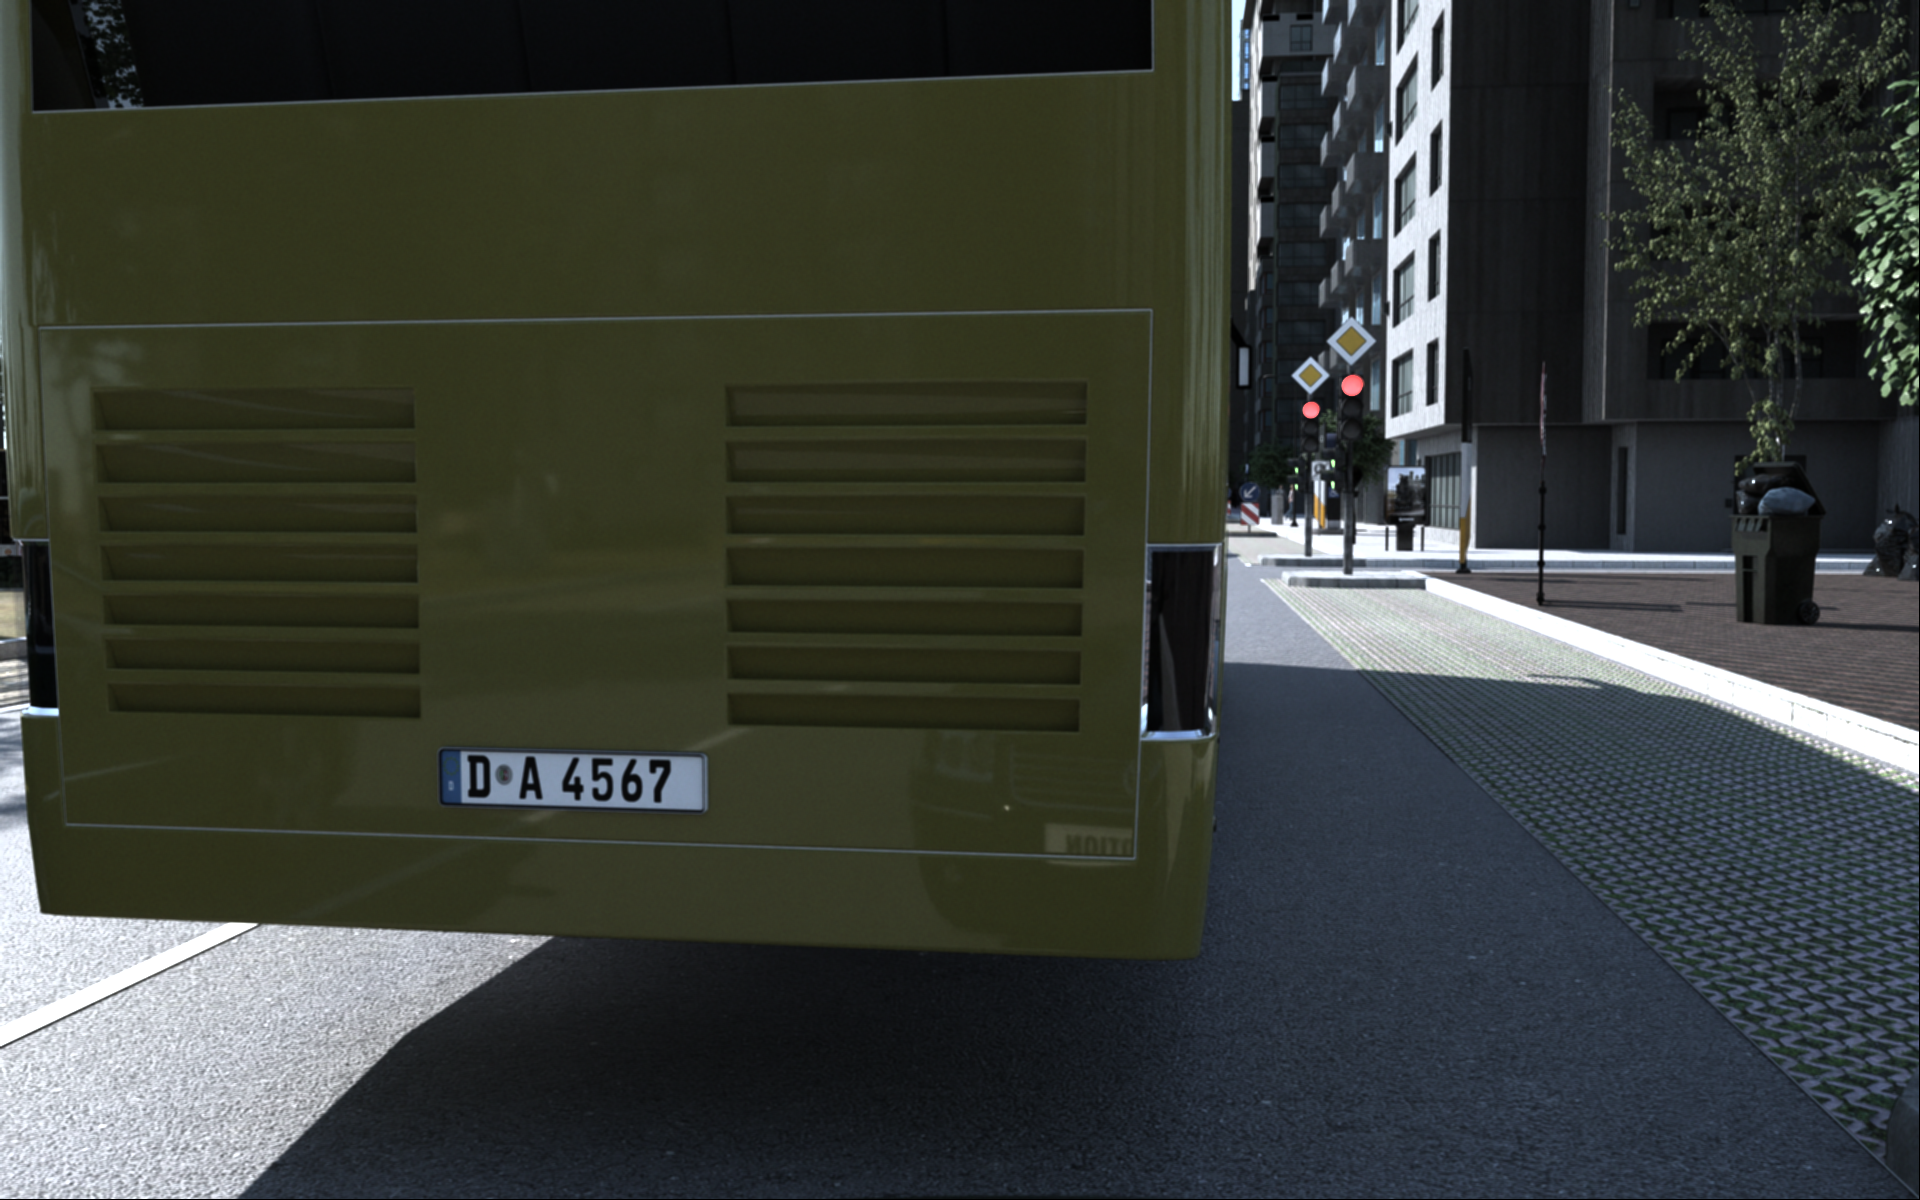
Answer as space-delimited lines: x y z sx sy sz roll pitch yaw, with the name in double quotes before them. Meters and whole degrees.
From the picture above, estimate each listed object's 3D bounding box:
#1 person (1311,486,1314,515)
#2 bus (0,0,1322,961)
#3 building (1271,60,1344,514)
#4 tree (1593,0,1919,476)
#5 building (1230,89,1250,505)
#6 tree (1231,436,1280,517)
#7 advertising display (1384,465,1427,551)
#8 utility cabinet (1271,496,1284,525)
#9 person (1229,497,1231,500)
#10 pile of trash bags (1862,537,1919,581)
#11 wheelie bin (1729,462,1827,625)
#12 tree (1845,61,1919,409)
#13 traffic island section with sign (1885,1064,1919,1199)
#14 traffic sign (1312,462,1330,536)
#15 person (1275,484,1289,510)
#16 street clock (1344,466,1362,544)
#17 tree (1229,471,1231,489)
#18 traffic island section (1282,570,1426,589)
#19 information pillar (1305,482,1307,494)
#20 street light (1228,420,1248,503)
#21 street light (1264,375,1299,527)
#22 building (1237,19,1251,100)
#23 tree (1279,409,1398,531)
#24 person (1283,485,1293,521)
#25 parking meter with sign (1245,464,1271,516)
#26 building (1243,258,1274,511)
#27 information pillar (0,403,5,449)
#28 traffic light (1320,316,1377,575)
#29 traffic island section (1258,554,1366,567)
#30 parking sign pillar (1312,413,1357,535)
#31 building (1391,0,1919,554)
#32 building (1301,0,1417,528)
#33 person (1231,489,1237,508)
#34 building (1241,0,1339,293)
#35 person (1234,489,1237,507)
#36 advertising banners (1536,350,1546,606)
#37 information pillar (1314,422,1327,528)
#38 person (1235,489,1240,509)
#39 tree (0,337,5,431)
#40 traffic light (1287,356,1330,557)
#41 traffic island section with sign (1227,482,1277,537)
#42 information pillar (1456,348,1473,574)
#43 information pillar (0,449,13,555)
"person" 21.468 -6.060 105.115 0.794 1.824 0.713 2 4 35
"bus" 0.180 -1.089 9.352 2.896 3.916 12.252 1 4 9
"building" 28.442 -21.216 118.587 14.160 30.474 14.107 0 4 7
"tree" 10.918 -4.471 23.463 4.737 8.622 4.395 0 3 0
"building" 41.608 -35.442 203.178 21.300 48.544 21.600 0 4 7
"tree" 17.725 -6.933 97.065 4.285 4.588 4.351 0 3 0
"advertising display" 10.043 -2.071 39.077 0.974 1.923 0.123 -1 4 -9
"utility cabinet" 13.387 -3.783 73.013 0.306 1.237 1.020 2 4 24
"person" 25.110 -9.365 162.386 0.697 1.427 0.421 -2 4 -34
"pile of trash bags" 14.854 -0.974 25.679 1.912 1.369 3.447 1 4 11
"wheelie bin" 8.089 -0.566 17.167 0.693 1.594 0.980 -1 4 -14
"tree" 7.183 -1.658 10.824 4.285 4.588 4.351 0 3 0
"traffic island section with sign" 2.903 0.339 3.086 1.989 1.847 2.006 0 4 7
"traffic sign" 11.093 -3.138 53.435 0.606 2.300 0.079 1 4 10
"person" 17.240 -5.305 92.905 0.709 1.813 0.853 -1 4 -19
"street clock" 10.046 -2.432 44.340 0.471 2.002 0.358 1 4 12
"tree" 19.472 -7.787 111.034 4.285 4.588 4.351 0 3 0
"traffic island section" 6.197 -0.324 27.574 2.009 0.180 2.903 0 4 7
"information pillar" 20.691 -6.024 102.988 0.304 2.012 0.304 2 4 28
"street light" 17.472 -8.322 108.607 1.470 5.913 1.316 0 4 7
"street light" 12.551 -5.820 67.699 1.470 5.913 1.316 0 4 7
"building" 45.457 -55.983 227.996 22.319 86.520 31.000 0 4 7
"tree" 13.446 -4.674 60.139 4.285 4.588 4.351 0 3 0
"person" 15.944 -4.716 83.821 0.598 1.740 0.731 0 4 4
"parking meter with sign" 17.463 -6.370 100.415 1.738 3.016 0.543 -1 4 -10
"building" 37.540 -18.025 139.755 27.650 21.520 28.899 0 4 7
"information pillar" -24.833 -3.268 44.784 0.504 3.616 0.183 3 4 36
"traffic light" 6.158 -2.357 27.464 0.839 4.253 0.868 0 4 7
"traffic island section" 7.159 -0.809 35.501 2.009 0.180 2.903 0 4 7
"parking sign pillar" 11.866 -4.062 54.892 1.447 3.967 1.447 1 4 13
"building" 18.380 -16.538 42.098 14.107 30.474 14.160 0 4 7
"building" 28.004 -27.943 76.475 23.786 49.044 30.456 0 4 7
"person" 25.236 -9.395 160.368 1.217 1.735 0.721 -2 4 -29
"building" 41.951 -35.325 166.795 28.713 52.752 27.495 0 4 7
"person" 27.177 -10.085 170.900 0.705 1.831 1.348 2 4 28
"advertising banners" 6.947 -1.496 20.647 0.090 3.025 2.074 1 4 19
"information pillar" 11.708 -3.968 56.238 0.183 3.616 0.504 -2 4 -30
"person" 24.639 -8.950 153.293 0.530 1.710 0.541 0 4 -2
"tree" -27.921 -6.157 51.036 4.737 8.622 4.395 0 3 0
"traffic light" 7.120 -2.842 35.392 0.839 4.253 0.868 0 4 7
"traffic island section with sign" 9.605 -3.036 58.273 1.989 1.847 2.006 0 4 7
"information pillar" 8.206 -2.246 28.073 0.183 3.616 0.504 2 4 26
"information pillar" -15.570 -1.461 28.385 0.304 2.012 0.304 -1 4 -10
